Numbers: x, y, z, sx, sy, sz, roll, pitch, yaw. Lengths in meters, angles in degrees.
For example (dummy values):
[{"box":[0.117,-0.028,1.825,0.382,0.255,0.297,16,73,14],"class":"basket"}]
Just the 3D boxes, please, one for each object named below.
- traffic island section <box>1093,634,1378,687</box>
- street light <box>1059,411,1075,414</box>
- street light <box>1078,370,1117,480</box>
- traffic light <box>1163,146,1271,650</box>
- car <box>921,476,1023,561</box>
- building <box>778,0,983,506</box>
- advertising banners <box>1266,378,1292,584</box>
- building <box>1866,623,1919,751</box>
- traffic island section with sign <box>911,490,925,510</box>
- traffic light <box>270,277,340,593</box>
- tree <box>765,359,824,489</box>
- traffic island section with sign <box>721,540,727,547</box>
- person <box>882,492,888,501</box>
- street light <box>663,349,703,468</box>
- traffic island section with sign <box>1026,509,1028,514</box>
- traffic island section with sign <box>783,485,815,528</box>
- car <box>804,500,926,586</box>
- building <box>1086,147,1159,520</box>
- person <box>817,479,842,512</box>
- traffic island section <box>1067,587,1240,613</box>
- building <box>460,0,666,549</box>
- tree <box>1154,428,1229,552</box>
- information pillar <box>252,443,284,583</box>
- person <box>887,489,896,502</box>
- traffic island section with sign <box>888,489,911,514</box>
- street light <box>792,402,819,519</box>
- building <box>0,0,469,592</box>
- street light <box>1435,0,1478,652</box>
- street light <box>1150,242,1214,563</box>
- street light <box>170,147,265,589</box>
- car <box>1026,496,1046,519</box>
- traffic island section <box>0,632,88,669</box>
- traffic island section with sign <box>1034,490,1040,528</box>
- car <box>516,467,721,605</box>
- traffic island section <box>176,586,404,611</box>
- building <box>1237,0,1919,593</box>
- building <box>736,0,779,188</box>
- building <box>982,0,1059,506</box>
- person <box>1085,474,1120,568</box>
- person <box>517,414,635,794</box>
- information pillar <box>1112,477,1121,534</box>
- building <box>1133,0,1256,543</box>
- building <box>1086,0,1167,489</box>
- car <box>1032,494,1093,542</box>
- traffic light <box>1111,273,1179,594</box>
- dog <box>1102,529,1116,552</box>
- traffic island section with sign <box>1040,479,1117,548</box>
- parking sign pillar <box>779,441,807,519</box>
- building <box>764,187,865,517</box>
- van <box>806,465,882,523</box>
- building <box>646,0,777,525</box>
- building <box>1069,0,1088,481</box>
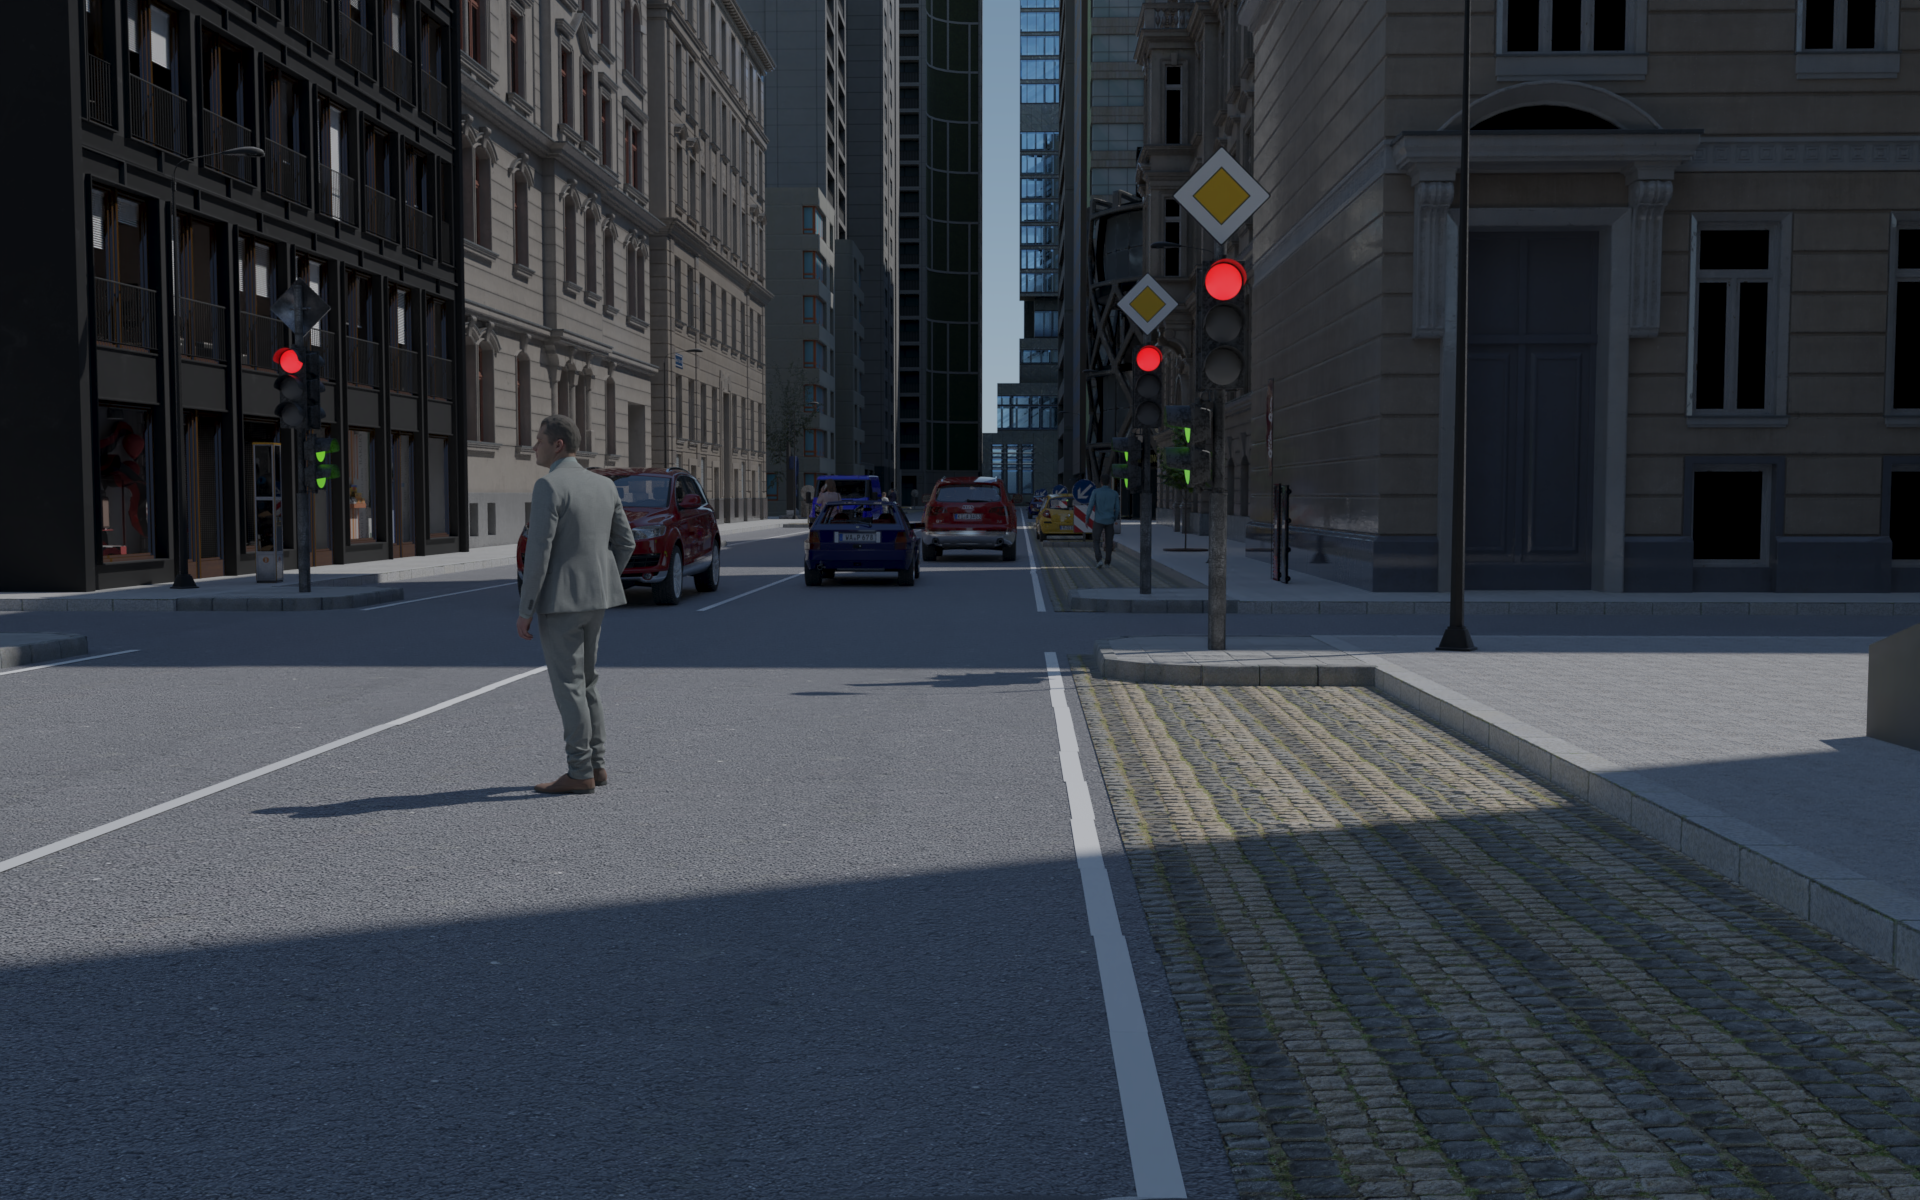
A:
[{"box":[2.139,0.489,14.286,2.009,0.180,2.903,0,4,2],"class":"traffic island section"},{"box":[6.233,-7.625,97.213,1.470,5.913,1.316,0,4,2],"class":"street light"},{"box":[5.272,-5.642,64.792,1.470,5.913,1.316,0,4,2],"class":"street light"},{"box":[2.099,-1.544,14.173,0.839,4.253,0.868,0,4,2],"class":"traffic light"},{"box":[0.251,-1.827,38.550,2.281,1.827,5.304,0,4,2],"class":"car"},{"box":[-7.943,-46.021,190.692,20.611,71.187,20.563,0,4,2],"class":"building"},{"box":[4.694,-1.798,25.581,0.090,3.025,2.074,0,4,2],"class":"advertising banners"},{"box":[20.668,-18.875,0.492,32.217,40.220,23.993,0,4,2],"class":"building"},{"box":[-3.912,-8.781,152.192,1.989,1.847,2.006,0,4,2],"class":"traffic island section with sign"},{"box":[-8.539,-2.054,22.501,0.839,4.253,0.868,0,4,2],"class":"traffic light"},{"box":[-9.404,-8.697,92.562,4.360,8.622,3.978,0,3,0],"class":"tree"},{"box":[-7.429,-2.360,47.216,1.989,1.847,2.006,0,4,2],"class":"traffic island section with sign"},{"box":[-3.541,-4.172,79.316,0.503,1.515,0.523,-2,4,-34],"class":"person"},{"box":[-8.900,-5.070,55.443,1.470,5.913,1.316,0,4,2],"class":"street light"},{"box":[5.823,-7.054,123.964,1.989,1.847,2.006,0,4,2],"class":"traffic island section with sign"},{"box":[-6.516,-4.030,74.510,1.989,1.847,2.006,0,4,2],"class":"traffic island section with sign"},{"box":[-1.550,-0.964,28.336,1.945,1.354,3.894,0,4,1],"class":"car"},{"box":[14.847,-13.526,88.597,16.820,18.784,16.811,0,4,2],"class":"building"},{"box":[-2.617,-1.642,35.944,0.593,1.750,0.643,-2,4,-28],"class":"person"},{"box":[2.406,0.001,22.266,2.009,0.180,2.903,0,4,2],"class":"traffic island section"},{"box":[-17.398,-16.048,49.779,14.401,28.519,23.554,0,4,2],"class":"building"},{"box":[5.209,-2.710,38.910,1.663,3.219,1.824,0,3,0],"class":"tree"},{"box":[-9.983,-1.254,24.997,0.304,2.012,0.304,0,4,-3],"class":"information pillar"},{"box":[-4.273,-5.986,106.824,0.568,1.767,0.683,3,4,38],"class":"person"},{"box":[-4.815,-7.126,125.142,1.989,1.847,2.006,0,4,2],"class":"traffic island section with sign"},{"box":[-7.829,-7.033,87.533,1.470,5.913,1.316,0,4,2],"class":"street light"},{"box":[-17.280,-12.250,29.971,12.332,23.373,15.834,0,4,2],"class":"building"},{"box":[3.549,-2.543,14.112,1.470,5.913,1.316,0,4,2],"class":"street light"},{"box":[4.200,-3.638,32.027,1.470,5.913,1.316,0,4,2],"class":"street light"},{"box":[-10.008,-3.108,23.355,1.470,5.913,1.316,0,4,2],"class":"street light"},{"box":[4.808,-5.390,100.706,1.945,1.354,3.894,0,4,1],"class":"car"},{"box":[-8.846,0.466,14.657,2.009,0.180,2.903,0,4,2],"class":"traffic island section"},{"box":[4.139,-3.993,73.912,1.989,1.847,2.006,0,4,2],"class":"traffic island section with sign"},{"box":[-4.610,-0.937,23.986,2.281,1.827,5.304,0,4,1],"class":"car"},{"box":[-8.579,-0.022,22.637,2.009,0.180,2.903,0,4,2],"class":"traffic island section"},{"box":[15.313,-14.784,27.631,20.117,28.700,13.634,0,4,2],"class":"building"},{"box":[-16.498,-44.220,161.241,20.611,71.187,20.563,0,4,2],"class":"building"},{"box":[18.216,-53.673,190.232,31.000,86.520,22.319,0,4,2],"class":"building"},{"box":[2.758,-1.519,33.349,0.660,1.820,0.620,-1,4,-10],"class":"person"},{"box":[-1.863,0.016,8.338,0.391,1.810,0.635,1,4,19],"class":"person"},{"box":[5.003,-3.117,55.459,0.304,2.012,0.304,0,4,3],"class":"information pillar"},{"box":[13.004,-14.526,56.591,14.460,24.649,34.723,0,4,2],"class":"building"},{"box":[14.790,-25.875,106.649,14.154,41.232,14.086,0,4,2],"class":"building"},{"box":[3.230,-2.628,53.197,2.015,1.641,3.980,0,4,0],"class":"car"},{"box":[2.366,-2.033,22.154,0.839,4.253,0.868,0,4,2],"class":"traffic light"},{"box":[3.608,-1.605,43.083,0.513,0.831,0.800,2,4,33],"class":"dog"},{"box":[3.245,-2.345,46.972,1.989,1.847,2.006,0,4,2],"class":"traffic island section with sign"},{"box":[-8.613,-6.153,89.080,1.447,3.967,1.447,0,4,5],"class":"parking sign pillar"},{"box":[-21.299,-16.372,112.730,27.650,21.520,28.899,0,4,2],"class":"building"},{"box":[-3.603,-3.115,55.313,2.240,2.365,5.245,0,4,2],"class":"van"},{"box":[-15.696,-16.937,74.180,12.463,27.353,25.104,0,4,2],"class":"building"},{"box":[15.109,-28.811,121.170,14.600,45.320,14.200,0,4,2],"class":"building"}]
